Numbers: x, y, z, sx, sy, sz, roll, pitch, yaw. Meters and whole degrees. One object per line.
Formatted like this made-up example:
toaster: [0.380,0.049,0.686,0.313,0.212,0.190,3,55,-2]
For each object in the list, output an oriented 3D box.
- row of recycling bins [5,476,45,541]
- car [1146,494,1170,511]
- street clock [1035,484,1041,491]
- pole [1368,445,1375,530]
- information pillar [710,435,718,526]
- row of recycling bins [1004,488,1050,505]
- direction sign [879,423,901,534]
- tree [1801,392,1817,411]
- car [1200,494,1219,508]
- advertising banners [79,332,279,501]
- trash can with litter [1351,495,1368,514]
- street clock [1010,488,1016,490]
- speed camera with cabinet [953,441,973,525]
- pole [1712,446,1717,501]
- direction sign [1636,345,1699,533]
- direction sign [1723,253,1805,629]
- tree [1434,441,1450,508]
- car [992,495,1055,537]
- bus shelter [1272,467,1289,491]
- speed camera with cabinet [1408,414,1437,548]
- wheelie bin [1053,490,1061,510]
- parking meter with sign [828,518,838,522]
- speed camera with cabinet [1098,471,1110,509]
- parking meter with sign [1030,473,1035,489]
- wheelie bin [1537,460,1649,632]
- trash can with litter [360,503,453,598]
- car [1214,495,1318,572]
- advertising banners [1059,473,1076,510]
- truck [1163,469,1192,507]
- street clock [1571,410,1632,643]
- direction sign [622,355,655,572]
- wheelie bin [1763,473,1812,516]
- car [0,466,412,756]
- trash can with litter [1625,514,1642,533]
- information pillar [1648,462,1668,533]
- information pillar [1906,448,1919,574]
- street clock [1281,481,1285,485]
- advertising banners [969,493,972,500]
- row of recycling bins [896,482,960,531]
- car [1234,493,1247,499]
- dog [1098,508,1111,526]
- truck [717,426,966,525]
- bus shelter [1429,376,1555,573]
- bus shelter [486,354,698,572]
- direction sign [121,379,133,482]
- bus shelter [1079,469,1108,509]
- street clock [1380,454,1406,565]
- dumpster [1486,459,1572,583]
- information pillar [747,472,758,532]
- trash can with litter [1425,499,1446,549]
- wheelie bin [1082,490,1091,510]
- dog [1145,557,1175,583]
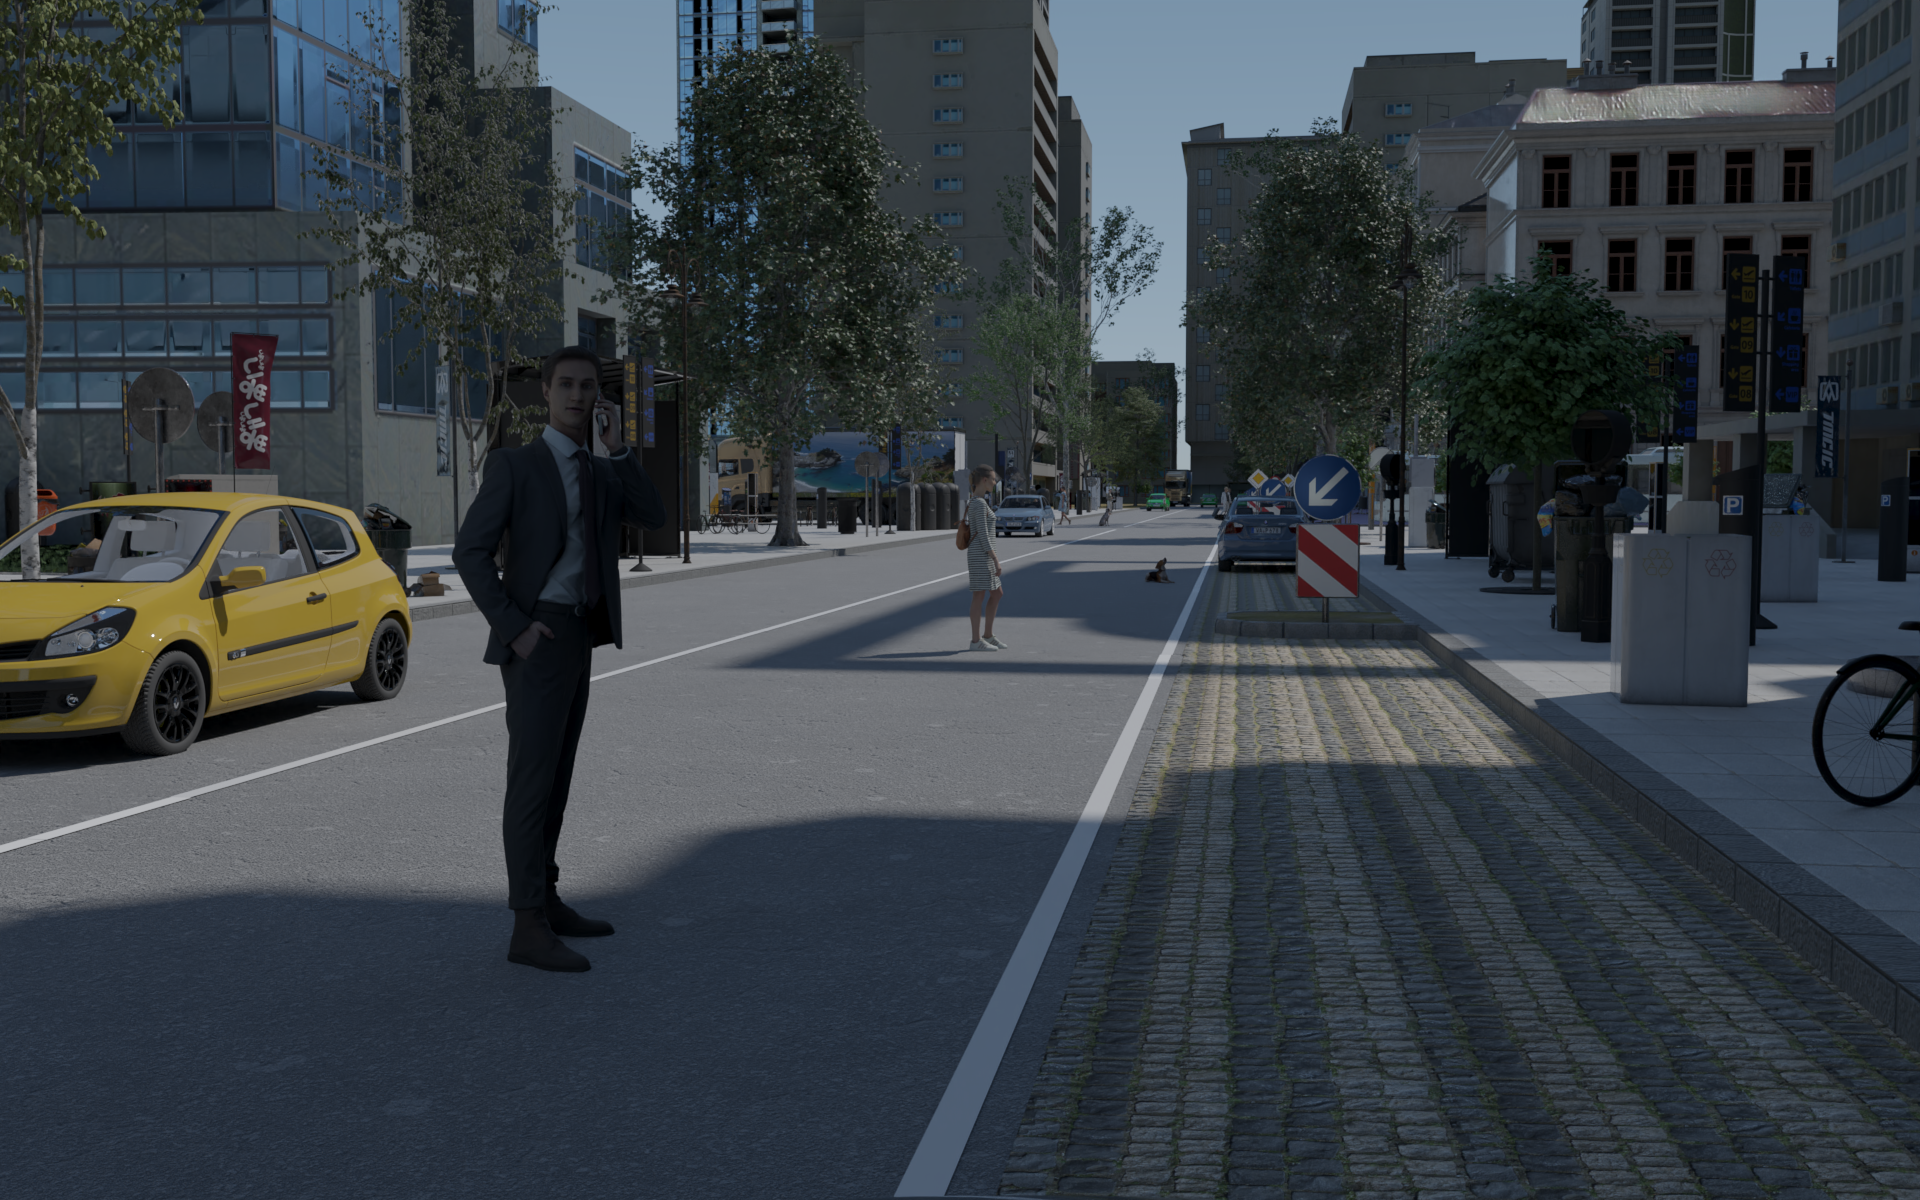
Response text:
row of recycling bins: [-22.344,-1.926,38.595,3.534,1.692,1.069,-2,4,-24]
car: [16.647,-8.362,145.509,1.959,1.807,4.718,1,4,10]
street clock: [5.709,-7.488,127.002,0.471,2.002,0.358,0,4,-5]
pole: [14.725,-4.165,61.934,0.158,3.312,0.155,0,3,0]
information pillar: [-9.753,-4.726,68.617,0.183,3.616,0.504,-3,5,-39]
row of recycling bins: [4.317,-6.619,115.331,3.534,1.692,1.069,-1,4,-20]
direction sign: [-2.245,-3.882,55.465,0.876,3.537,0.379,2,4,34]
tree: [26.428,-4.353,54.879,4.285,4.588,4.351,0,3,0]
car: [26.254,-10.618,182.407,1.959,1.807,4.718,1,4,9]
advertising banners: [-8.228,-1.358,18.387,2.074,3.025,0.090,-3,5,-43]
trash can with litter: [25.213,-6.050,109.974,2.233,1.210,1.678,1,4,23]
street clock: [3.811,-7.341,124.602,0.358,2.002,0.471,3,4,36]
speed camera with cabinet: [-0.028,-4.341,65.307,0.660,3.252,2.038,0,4,-5]
pole: [32.115,-4.893,73.839,0.158,3.312,0.155,0,3,0]
direction sign: [10.801,-2.111,26.510,0.876,3.537,0.379,1,4,12]
direction sign: [7.628,-1.498,16.493,0.876,3.537,0.379,-1,4,-17]
tree: [17.351,-4.120,61.969,1.663,3.219,1.824,0,3,0]
car: [2.161,-2.862,58.802,2.014,1.417,4.499,1,4,11]
bus shelter: [25.310,-8.946,137.556,1.731,3.624,6.357,1,4,9]
speed camera with cabinet: [11.282,-2.930,42.234,0.660,3.252,2.038,1,4,16]
wheelie bin: [7.906,-8.090,140.186,0.693,1.594,0.980,-3,4,-36]
parking meter with sign: [-5.418,-5.198,81.249,1.738,3.016,0.543,-1,4,-22]
speed camera with cabinet: [11.821,-9.351,147.217,2.038,3.252,0.660,1,4,13]
parking meter with sign: [6.154,-9.133,145.587,0.543,3.016,1.738,2,4,29]
wheelie bin: [5.912,-0.507,16.192,0.980,1.594,0.693,1,4,17]
trash can with litter: [-6.946,-0.626,21.625,1.055,1.170,0.624,-3,5,-43]
car: [5.825,-1.280,32.933,2.014,1.417,4.499,1,4,10]
advertising banners: [9.059,-9.005,143.412,2.074,3.025,0.090,-2,4,-28]
truck: [25.051,-12.833,198.735,2.839,4.237,11.283,1,4,11]
street clock: [5.524,-0.636,14.967,0.358,2.002,0.471,-2,4,-28]
direction sign: [-5.293,-2.239,28.612,0.379,3.537,0.876,1,4,23]
wheelie bin: [12.638,-1.149,26.702,0.693,1.594,0.980,-2,4,-32]
car: [-4.973,-0.035,10.790,2.015,1.641,3.980,0,4,8]
trash can with litter: [12.169,-1.284,32.374,1.055,1.170,0.624,-2,4,-32]
information pillar: [16.039,-2.160,39.812,0.304,2.012,0.304,0,4,-7]
information pillar: [15.436,-1.435,27.946,0.304,2.012,0.304,2,4,32]
street clock: [17.599,-5.510,94.660,0.358,2.002,0.471,1,4,21]
advertising banners: [0.136,-9.326,148.675,2.074,3.025,0.090,0,4,-2]
row of recycling bins: [-1.064,-3.337,61.673,1.069,1.692,3.534,2,4,31]
car: [27.437,-9.677,167.022,1.959,1.807,4.718,1,4,9]
dog: [6.317,-3.684,77.068,0.800,0.831,0.513,0,4,8]
truck: [-5.490,-5.188,73.744,11.283,4.237,2.839,1,4,11]
bus shelter: [9.609,-2.434,31.084,1.731,3.624,6.357,1,4,9]
bus shelter: [-6.559,-2.467,31.619,1.731,3.624,6.357,1,4,9]
direction sign: [-16.571,-2.601,34.528,0.379,3.537,0.876,-1,4,-16]
bus shelter: [11.118,-9.183,144.069,2.014,3.302,5.546,1,4,9]
street clock: [7.781,-1.628,31.184,0.471,2.002,0.358,-3,4,-38]
dumpster: [8.553,-1.216,25.636,1.264,1.857,1.865,1,4,9]
information pillar: [-7.055,-3.329,58.920,0.304,2.012,0.304,0,4,4]
trash can with litter: [11.371,-1.773,40.373,1.055,1.170,0.624,1,4,18]
wheelie bin: [10.042,-7.905,137.150,0.980,1.594,0.693,3,4,38]
dog: [3.268,-0.487,28.160,0.550,0.427,0.748,1,4,15]
